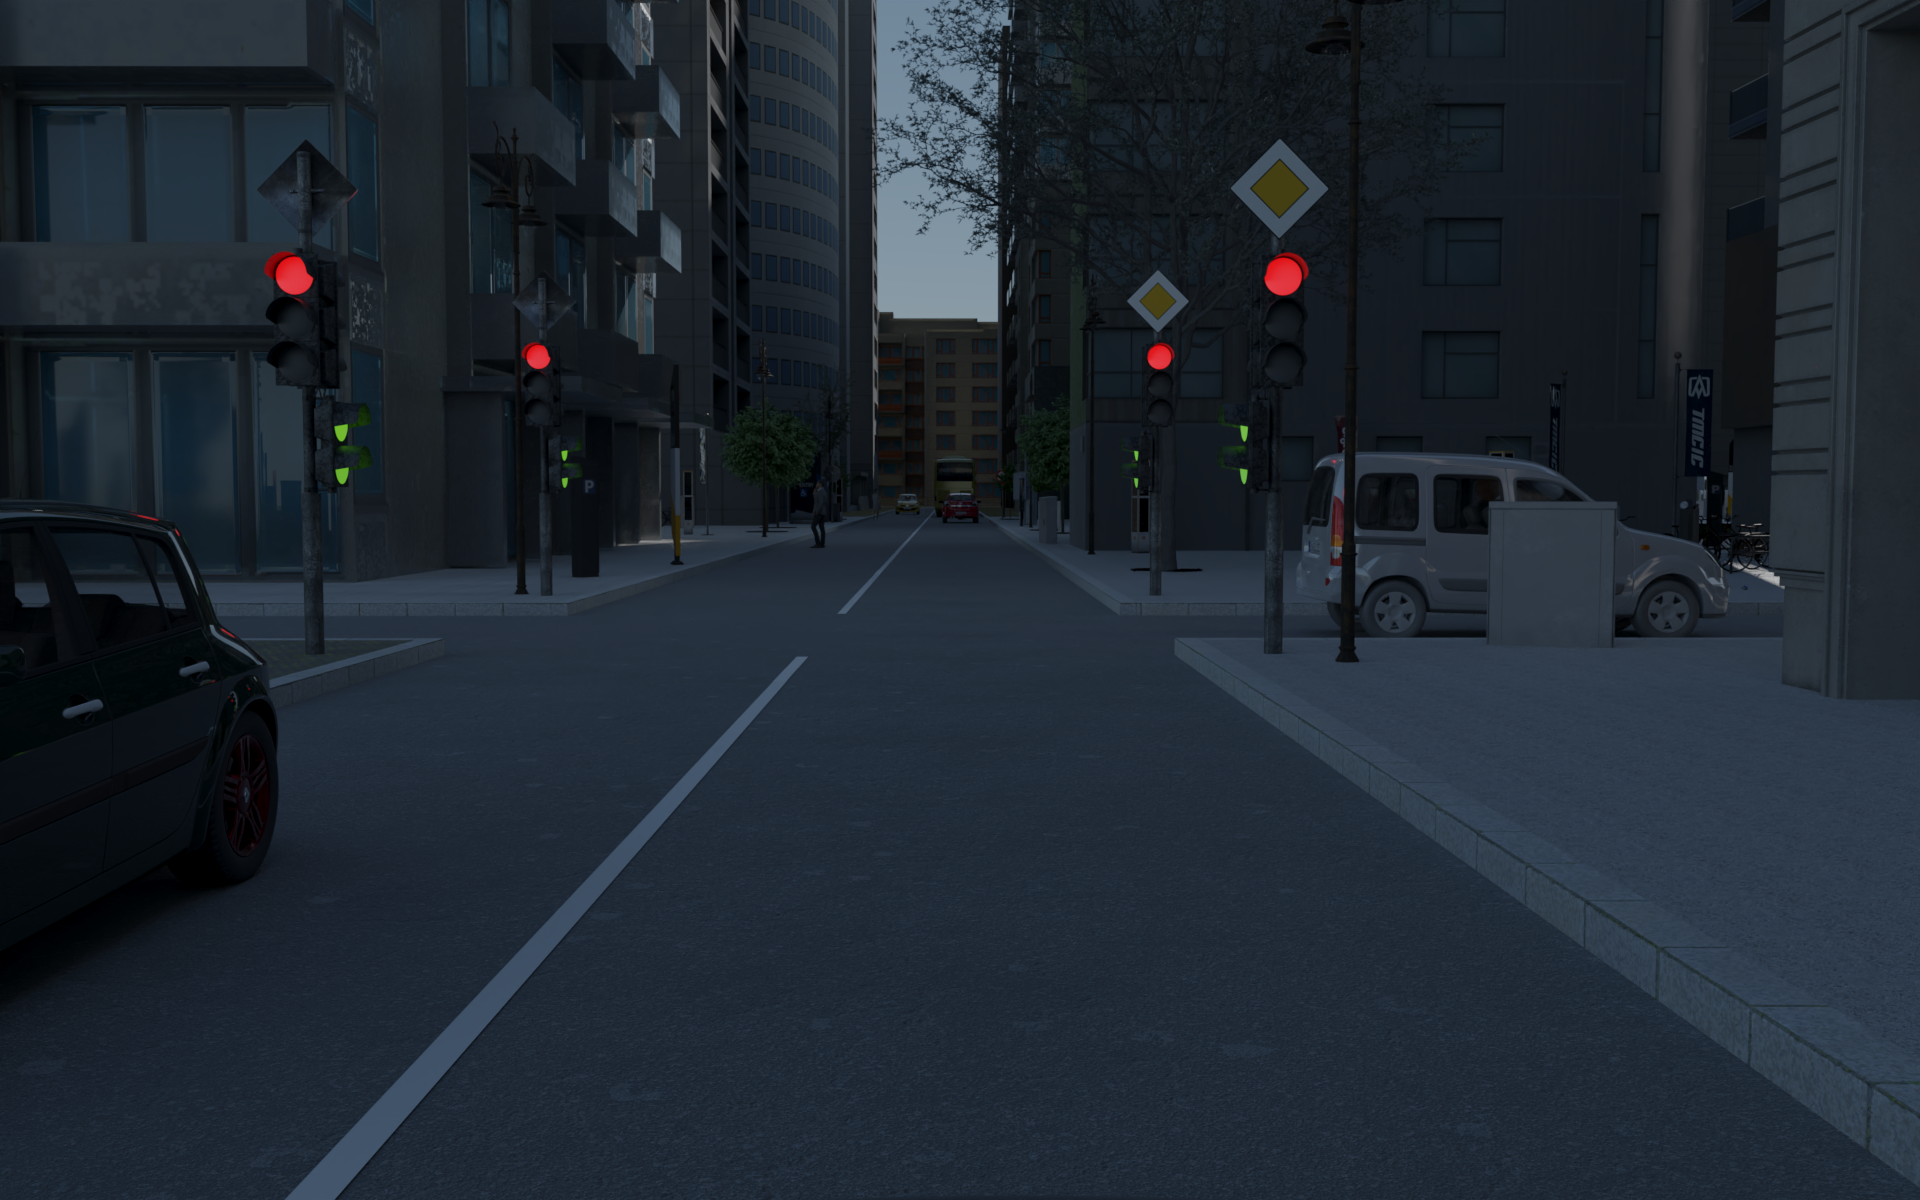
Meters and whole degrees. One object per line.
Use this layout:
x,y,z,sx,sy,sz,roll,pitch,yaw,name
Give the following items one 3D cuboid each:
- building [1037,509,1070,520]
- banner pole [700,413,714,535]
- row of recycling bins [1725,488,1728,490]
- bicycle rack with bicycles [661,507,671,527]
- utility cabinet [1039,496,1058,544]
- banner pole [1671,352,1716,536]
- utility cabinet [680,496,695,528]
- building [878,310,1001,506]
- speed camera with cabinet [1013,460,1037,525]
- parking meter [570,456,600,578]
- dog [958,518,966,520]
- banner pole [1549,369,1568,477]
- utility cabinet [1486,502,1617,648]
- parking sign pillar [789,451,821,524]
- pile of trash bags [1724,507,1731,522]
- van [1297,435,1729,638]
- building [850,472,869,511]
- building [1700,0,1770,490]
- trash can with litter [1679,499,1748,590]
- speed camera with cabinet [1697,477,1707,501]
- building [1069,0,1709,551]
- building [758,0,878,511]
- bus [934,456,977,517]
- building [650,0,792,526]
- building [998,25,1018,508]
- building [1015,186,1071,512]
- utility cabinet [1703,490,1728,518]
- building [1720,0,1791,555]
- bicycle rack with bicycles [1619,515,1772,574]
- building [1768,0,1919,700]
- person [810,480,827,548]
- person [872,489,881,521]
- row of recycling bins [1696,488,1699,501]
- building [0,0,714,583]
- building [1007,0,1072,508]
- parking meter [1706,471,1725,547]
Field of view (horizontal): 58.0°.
14.906,-46.916,79.752,22.319,86.520,31.000,0,4,0,building
-7.964,-3.912,53.985,0.401,3.779,0.863,-2,4,-29,banner pole
42.041,-5.234,92.681,1.069,1.692,3.534,0,4,-7,row of recycling bins
-12.395,-3.359,68.303,2.925,0.926,2.852,0,4,-7,bicycle rack with bicycles
2.287,-2.078,45.130,0.306,1.237,1.020,-1,4,-9,utility cabinet
12.862,-2.481,30.576,0.863,3.779,0.401,0,4,1,banner pole
-10.400,-3.311,65.295,0.306,1.237,1.020,1,4,23,utility cabinet
-9.267,-21.419,195.242,28.899,21.520,27.650,0,4,0,building
2.722,-4.771,72.333,0.660,3.252,2.038,1,4,16,speed camera with cabinet
-5.781,-1.286,26.738,0.255,1.863,0.399,3,5,43,parking meter
0.130,-4.638,96.030,0.550,0.427,0.748,1,4,9,dog
11.942,-2.727,34.596,0.401,3.779,0.863,3,5,44,banner pole
5.012,-0.215,14.684,1.020,1.237,0.306,1,4,19,utility cabinet
-6.660,-5.278,74.774,1.447,3.967,1.447,2,4,26,parking sign pillar
40.941,-4.769,87.720,3.447,1.369,1.912,-1,4,-14,pile of trash bags
5.510,-0.633,17.367,4.112,2.044,2.013,0,4,-1,van
-23.695,-27.228,137.052,32.217,40.220,23.993,0,4,0,building
67.503,-44.187,160.707,20.611,71.187,20.563,0,4,0,building
9.711,-0.749,23.299,1.678,1.210,2.233,1,4,19,trash can with litter
35.293,-5.415,82.877,0.660,3.252,2.038,2,4,30,speed camera with cabinet
9.808,-22.091,44.781,14.154,41.232,14.086,0,4,0,building
-21.839,-37.816,160.290,28.212,58.520,21.231,0,4,0,building
-0.298,-7.336,111.494,2.896,3.916,12.252,0,4,0,bus
-18.134,-39.148,78.322,20.563,71.187,20.611,0,4,0,building
10.671,-31.429,163.969,14.600,45.320,14.200,0,4,0,building
17.953,-16.333,112.088,27.650,21.520,28.899,0,4,0,building
40.299,-5.119,92.369,0.318,1.500,1.173,-3,4,-38,utility cabinet
23.674,-23.211,29.616,14.200,45.320,14.600,0,4,0,building
13.000,-0.950,28.918,2.925,0.926,2.852,0,4,-5,bicycle rack with bicycles
10.564,-10.102,1.332,11.583,22.565,21.152,0,4,0,building
-3.770,-2.292,46.150,0.473,1.802,0.592,1,4,22,person
-4.525,-5.156,93.555,0.466,1.731,0.760,0,4,6,person
30.661,-4.058,73.454,1.069,1.692,3.534,1,4,18,row of recycling bins
-18.364,-25.480,36.214,23.786,49.044,30.456,0,4,0,building
15.222,-31.926,141.595,23.786,49.044,30.456,0,4,0,building
18.402,-2.230,42.179,0.399,1.863,0.255,2,4,24,parking meter
